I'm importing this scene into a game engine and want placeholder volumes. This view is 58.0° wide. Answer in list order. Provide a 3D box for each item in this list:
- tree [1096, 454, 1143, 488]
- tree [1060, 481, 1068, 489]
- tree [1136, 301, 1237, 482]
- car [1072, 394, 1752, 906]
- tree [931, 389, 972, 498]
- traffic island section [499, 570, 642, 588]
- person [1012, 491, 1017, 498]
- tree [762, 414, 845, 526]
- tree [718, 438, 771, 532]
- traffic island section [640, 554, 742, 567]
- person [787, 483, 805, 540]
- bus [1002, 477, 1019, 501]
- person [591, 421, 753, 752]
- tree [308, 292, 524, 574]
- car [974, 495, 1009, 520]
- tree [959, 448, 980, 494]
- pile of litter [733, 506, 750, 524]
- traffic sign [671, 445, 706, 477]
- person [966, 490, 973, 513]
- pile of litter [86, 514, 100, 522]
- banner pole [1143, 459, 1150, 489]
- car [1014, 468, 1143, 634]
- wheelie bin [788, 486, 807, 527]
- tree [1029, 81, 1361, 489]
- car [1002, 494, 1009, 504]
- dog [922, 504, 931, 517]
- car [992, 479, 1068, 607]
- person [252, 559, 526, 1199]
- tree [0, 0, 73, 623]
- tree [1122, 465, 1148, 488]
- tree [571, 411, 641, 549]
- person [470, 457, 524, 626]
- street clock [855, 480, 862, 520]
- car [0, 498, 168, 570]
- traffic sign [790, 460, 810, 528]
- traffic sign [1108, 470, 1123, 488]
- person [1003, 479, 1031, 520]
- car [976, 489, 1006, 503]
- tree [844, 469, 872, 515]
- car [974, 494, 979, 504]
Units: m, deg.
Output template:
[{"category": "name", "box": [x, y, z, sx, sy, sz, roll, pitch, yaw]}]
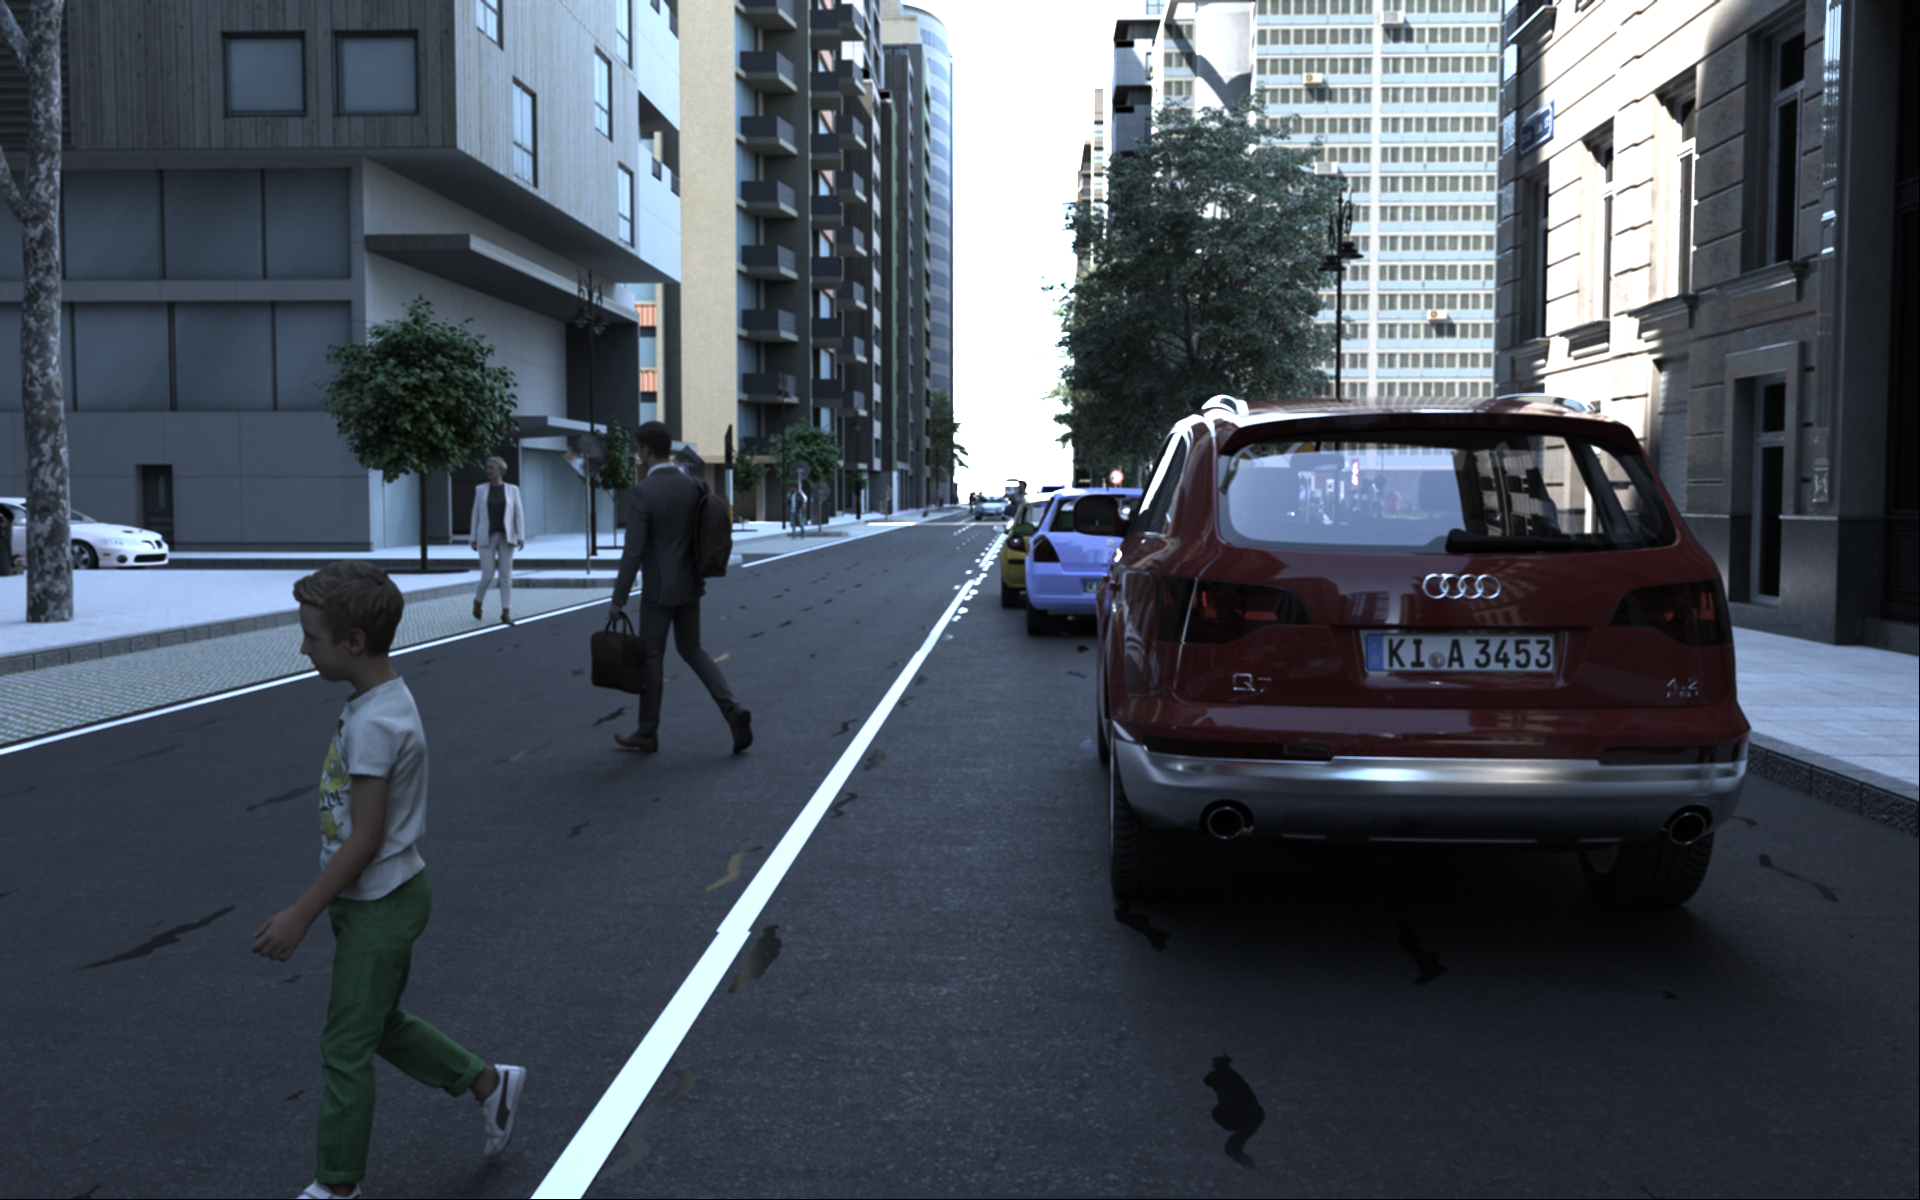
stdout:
[{"category": "tree", "box": [10.484, -7.784, 110.978, 4.285, 4.588, 4.351, 0, 3, 0]}, {"category": "tree", "box": [15.843, -16.594, 265.915, 1.663, 3.219, 1.824, 0, 3, 0]}, {"category": "tree", "box": [8.317, -6.962, 64.188, 4.360, 8.622, 3.978, 0, 3, 0]}, {"category": "car", "box": [1.635, 0.064, 7.620, 2.281, 1.827, 5.304, 0, 4, 4]}, {"category": "tree", "box": [-2.480, -16.448, 187.057, 7.486, 12.596, 7.792, 0, 3, 0]}, {"category": "traffic island section", "box": [-5.944, -0.326, 27.607, 2.009, 0.180, 2.903, 0, 4, 2]}, {"category": "person", "box": [7.243, -12.953, 220.419, 1.348, 1.807, 0.705, -2, 4, -24]}, {"category": "tree", "box": [-6.372, -5.322, 70.729, 4.285, 4.588, 4.351, 0, 3, 0]}, {"category": "tree", "box": [-7.546, -3.983, 59.723, 1.663, 3.219, 1.824, 0, 3, 0]}, {"category": "traffic island section", "box": [-5.618, -0.814, 35.585, 2.009, 0.180, 2.903, 0, 4, 2]}, {"category": "person", "box": [-5.158, -2.783, 54.351, 0.623, 1.781, 0.721, 1, 4, 10]}, {"category": "bus", "box": [7.869, -16.462, 260.692, 2.896, 3.916, 12.252, 0, 4, 2]}, {"category": "person", "box": [-1.586, -0.065, 9.528, 0.822, 1.834, 0.622, 2, 4, 29]}, {"category": "tree", "box": [-8.890, -2.728, 28.311, 4.285, 4.588, 4.351, 0, 3, 0]}, {"category": "car", "box": [1.792, -5.224, 97.412, 2.014, 1.417, 4.499, 0, 4, 4]}, {"category": "tree", "box": [1.471, -19.379, 267.203, 4.360, 8.622, 3.978, 0, 3, 0]}, {"category": "pile of litter", "box": [-9.791, -3.791, 75.956, 1.176, 0.858, 1.719, 0, 4, 4]}, {"category": "traffic sign", "box": [-5.594, -1.950, 35.523, 0.795, 2.450, 0.064, 0, 4, 2]}, {"category": "person", "box": [0.755, -7.669, 134.337, 0.568, 1.767, 0.683, -2, 4, -23]}, {"category": "pile of litter", "box": [-18.199, -1.345, 35.958, 1.719, 0.858, 1.176, 0, 4, 0]}, {"category": "banner pole", "box": [11.703, -7.164, 107.141, 0.863, 3.779, 0.401, 1, 4, 20]}, {"category": "car", "box": [1.556, -0.572, 18.952, 1.945, 1.707, 3.694, 0, 4, 2]}, {"category": "wheelie bin", "box": [-6.390, -3.674, 67.978, 0.693, 1.594, 0.980, 0, 4, 4]}, {"category": "tree", "box": [7.500, -8.993, 53.696, 9.857, 13.997, 8.962, 0, 3, 0]}, {"category": "car", "box": [4.887, -11.994, 208.103, 2.014, 1.417, 4.499, 0, 4, 0]}, {"category": "dog", "box": [-2.100, -5.483, 106.490, 0.513, 0.831, 0.800, -1, 4, -16]}, {"category": "car", "box": [1.427, -0.802, 23.336, 2.015, 1.641, 3.980, 0, 4, 3]}, {"category": "person", "box": [-1.138, 0.567, 3.481, 0.590, 1.304, 0.306, -3, 5, -41]}, {"category": "tree", "box": [-10.189, -9.912, 17.954, 12.611, 20.169, 13.585, 0, 3, 0]}, {"category": "tree", "box": [9.796, -6.323, 97.979, 1.663, 3.219, 1.824, 0, 3, 0]}, {"category": "tree", "box": [-8.047, -2.821, 40.721, 1.663, 3.219, 1.824, 0, 3, 0]}, {"category": "person", "box": [-5.118, -0.653, 19.062, 0.514, 1.842, 0.818, -3, 4, -36]}, {"category": "street clock", "box": [-5.097, -5.032, 86.850, 0.358, 2.002, 0.471, -1, 4, -17]}, {"category": "car", "box": [-16.682, -1.138, 30.973, 4.827, 1.381, 2.083, 0, 4, 4]}, {"category": "traffic sign", "box": [-6.072, -4.007, 65.626, 0.768, 2.556, 0.104, 0, 4, 4]}, {"category": "traffic sign", "box": [8.112, -5.524, 90.422, 0.768, 2.556, 0.104, 1, 4, 11]}, {"category": "person", "box": [1.364, -2.002, 41.589, 0.716, 1.782, 0.532, 1, 4, 18]}, {"category": "car", "box": [2.301, -7.388, 129.459, 2.281, 1.827, 5.304, 0, 4, 0]}, {"category": "tree", "box": [-6.566, -6.980, 108.729, 1.663, 3.219, 1.824, 0, 3, 0]}, {"category": "car", "box": [2.865, -13.879, 237.147, 2.015, 1.641, 3.980, 0, 4, 4]}]
